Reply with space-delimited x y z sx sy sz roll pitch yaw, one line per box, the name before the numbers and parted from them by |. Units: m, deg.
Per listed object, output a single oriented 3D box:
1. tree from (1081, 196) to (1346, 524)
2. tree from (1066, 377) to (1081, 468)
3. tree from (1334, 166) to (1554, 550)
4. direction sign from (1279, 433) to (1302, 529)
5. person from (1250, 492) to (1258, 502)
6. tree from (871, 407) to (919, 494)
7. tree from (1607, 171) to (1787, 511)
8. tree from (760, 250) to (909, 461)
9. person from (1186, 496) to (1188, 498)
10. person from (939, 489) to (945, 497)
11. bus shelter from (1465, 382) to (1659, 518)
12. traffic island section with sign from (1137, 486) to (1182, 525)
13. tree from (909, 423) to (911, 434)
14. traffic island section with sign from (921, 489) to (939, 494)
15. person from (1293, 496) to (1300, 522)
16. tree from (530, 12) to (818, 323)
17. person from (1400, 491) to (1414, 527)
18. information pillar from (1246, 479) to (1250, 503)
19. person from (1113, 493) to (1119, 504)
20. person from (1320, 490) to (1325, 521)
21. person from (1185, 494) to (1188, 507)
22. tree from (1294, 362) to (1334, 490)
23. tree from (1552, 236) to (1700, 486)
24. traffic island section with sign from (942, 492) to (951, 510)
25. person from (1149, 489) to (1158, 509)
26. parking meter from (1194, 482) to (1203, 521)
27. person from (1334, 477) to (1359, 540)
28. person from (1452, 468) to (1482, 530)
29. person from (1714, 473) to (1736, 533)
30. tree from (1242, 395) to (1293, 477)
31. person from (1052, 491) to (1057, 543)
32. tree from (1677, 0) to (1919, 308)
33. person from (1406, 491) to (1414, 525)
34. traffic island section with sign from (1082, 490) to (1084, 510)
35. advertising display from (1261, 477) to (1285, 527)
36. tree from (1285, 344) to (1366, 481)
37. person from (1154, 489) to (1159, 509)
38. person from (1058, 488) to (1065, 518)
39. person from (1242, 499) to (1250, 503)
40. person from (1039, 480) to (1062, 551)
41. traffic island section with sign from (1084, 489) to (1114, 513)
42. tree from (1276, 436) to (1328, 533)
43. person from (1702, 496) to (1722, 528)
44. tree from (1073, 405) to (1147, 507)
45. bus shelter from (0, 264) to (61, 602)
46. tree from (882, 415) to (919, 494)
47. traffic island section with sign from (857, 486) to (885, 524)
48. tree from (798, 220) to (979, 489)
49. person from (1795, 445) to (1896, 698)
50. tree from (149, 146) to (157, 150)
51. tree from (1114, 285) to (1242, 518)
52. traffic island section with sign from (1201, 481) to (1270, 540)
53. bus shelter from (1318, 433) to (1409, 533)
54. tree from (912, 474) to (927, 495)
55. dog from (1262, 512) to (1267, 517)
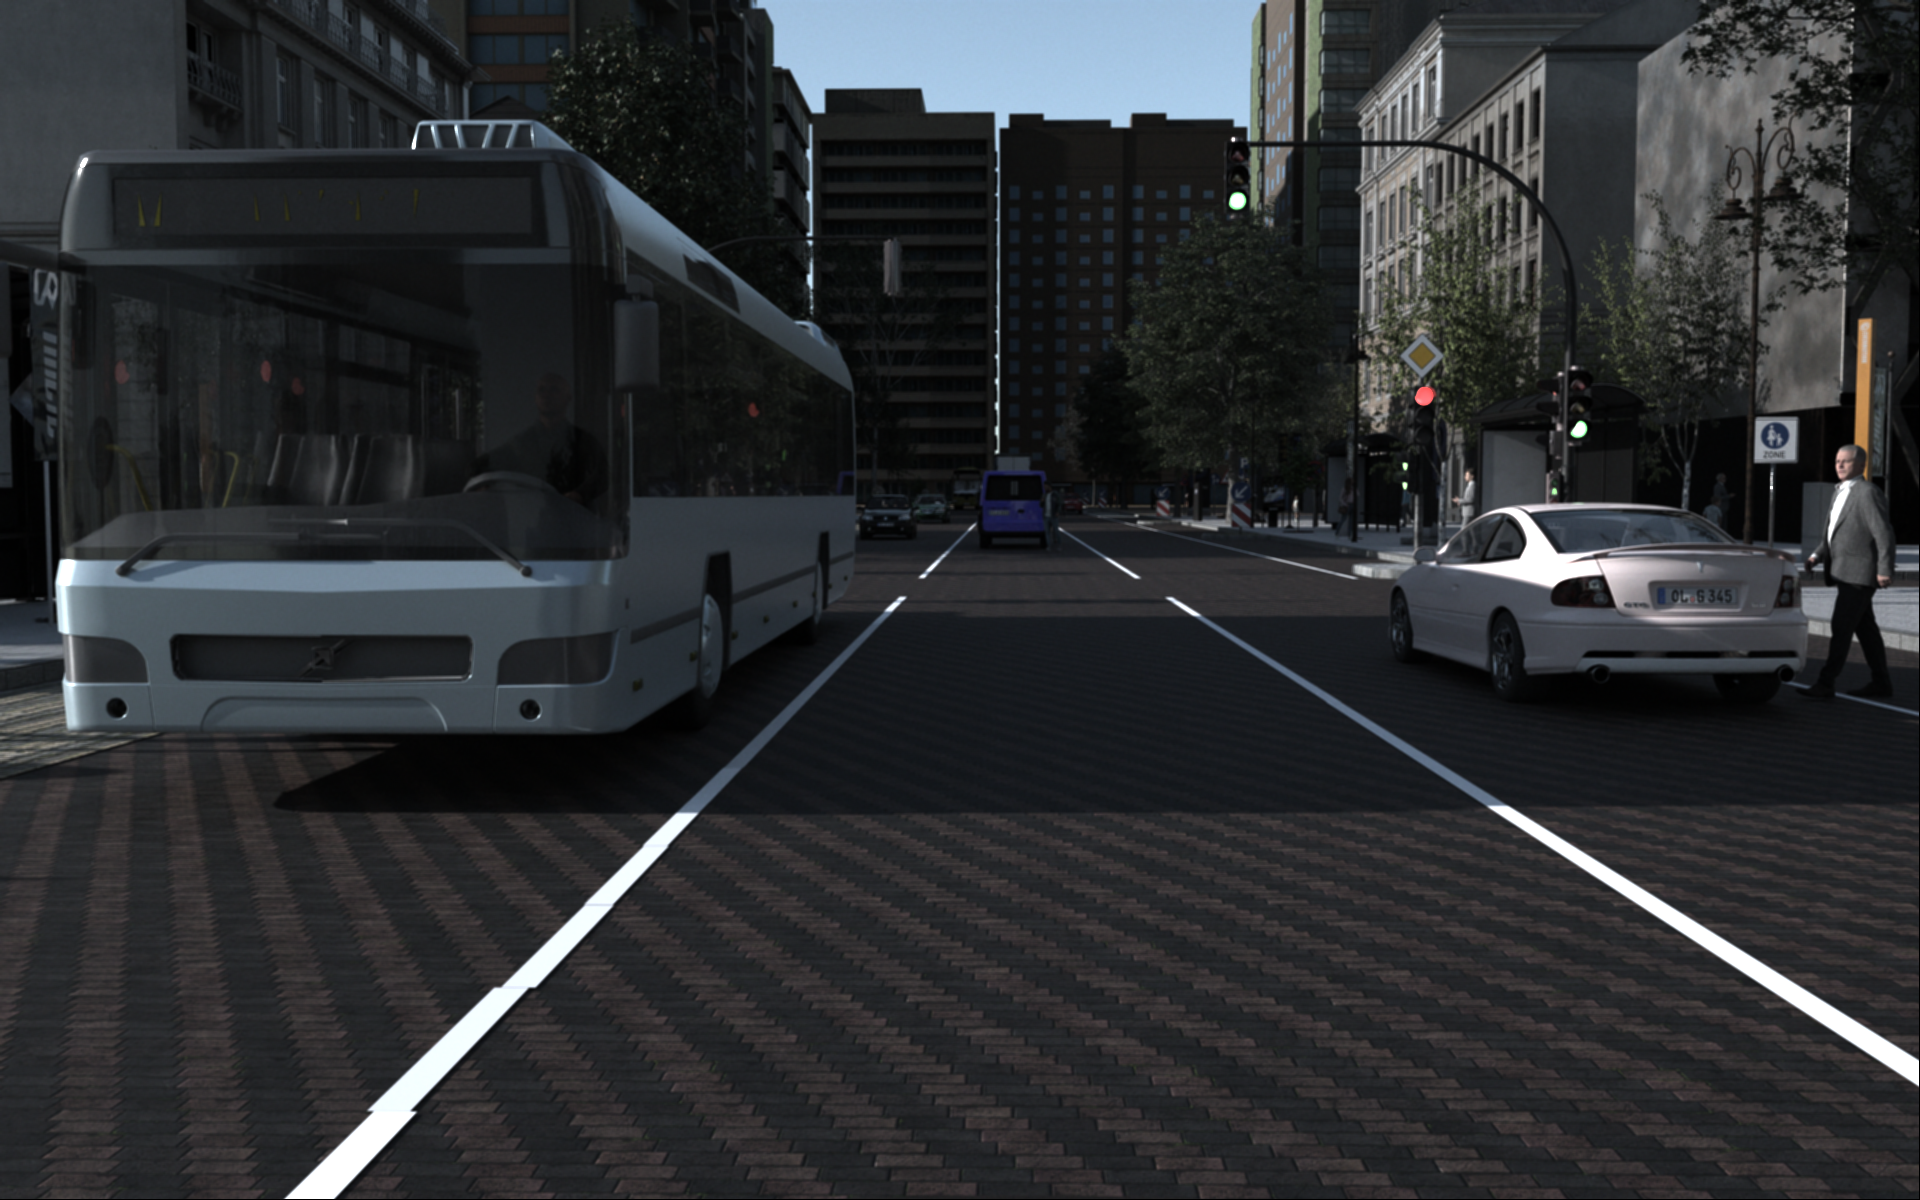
tree | 11.641 -10.243 74.129 9.857 13.997 8.962 0 3 0
tree | 13.666 -14.453 142.962 9.857 13.997 8.962 0 3 0
tree | 11.055 -5.462 39.661 4.737 8.622 4.395 0 3 0
direction sign | 12.306 -4.439 64.571 0.876 3.537 0.379 0 4 -5
person | 21.785 -7.270 128.095 0.628 1.438 0.799 0 4 6
tree | -5.504 -11.608 140.148 4.360 8.622 3.978 0 3 0
tree | 16.958 -5.500 40.281 4.360 8.622 3.978 0 3 0
tree | -7.527 -7.876 63.193 7.601 10.594 8.767 2 4 31
person | 16.183 -6.902 119.606 1.217 1.736 0.721 0 4 6
person | -1.086 -5.244 95.075 0.563 1.720 0.643 1 4 17
bus shelter | 11.698 -2.462 34.171 2.014 3.302 5.546 0 4 2
traffic island section with sign | 9.433 -4.490 82.036 1.989 1.847 2.006 0 4 1
tree | -6.769 -10.318 103.108 8.767 10.594 7.601 -2 4 -35
traffic island section with sign | -2.585 -7.598 132.861 1.989 1.847 2.006 0 4 1
person | 15.321 -4.165 79.147 0.382 1.210 0.505 -2 4 -25
tree | -7.725 -7.621 41.615 9.611 12.733 9.660 0 3 0
person | 17.320 -3.728 66.856 0.748 1.841 0.638 1 4 15
information pillar | 13.953 -4.893 84.494 0.304 2.012 0.304 1 4 21
person | 16.219 -10.493 180.856 1.065 1.426 0.557 -2 4 -27
person | 17.505 -4.649 82.452 0.661 1.777 0.834 -2 4 -24
person | 23.246 -10.274 177.208 0.799 1.438 0.628 3 5 43
tree | 20.516 -8.689 92.432 4.737 8.622 4.395 0 3 0
tree | 18.778 -6.005 48.543 4.737 8.622 4.395 0 3 0
traffic island section with sign | -1.856 -9.299 160.666 1.989 1.847 2.006 0 4 1
person | 16.258 -8.492 145.606 0.721 1.735 1.217 3 4 39
parking meter | 11.295 -4.678 82.193 0.255 1.863 0.399 -2 4 -32
person | 10.778 -2.554 48.390 0.593 1.750 0.643 -2 4 -26
person | 10.170 -1.745 34.769 0.583 1.804 0.606 1 4 18
person | 19.388 -2.308 43.957 0.590 1.801 0.661 2 4 31
tree | 18.267 -9.314 102.654 4.737 8.622 4.395 0 3 0
person | 2.623 -2.574 50.676 0.635 1.810 0.391 -1 4 -18
tree | 10.580 -4.954 15.417 8.767 10.594 7.601 0 4 -1
person | 18.718 -4.030 71.747 0.447 1.846 0.655 0 4 0
traffic island section with sign | 11.437 -9.231 159.547 1.989 1.847 2.006 0 4 1
advertising display | 12.065 -3.764 66.748 0.974 1.923 0.123 -1 4 -16
tree | 18.102 -8.259 85.399 4.360 8.622 3.978 0 3 0
person | 17.250 -8.846 151.409 1.217 1.736 0.721 -2 4 -25
person | 6.078 -5.843 104.208 0.537 1.800 0.526 0 4 -1
person | 12.428 -4.261 75.681 0.622 1.834 0.822 1 4 22
person | 2.288 -2.137 43.790 0.623 1.781 0.721 1 4 14
traffic island section with sign | 10.741 -7.575 132.475 1.989 1.847 2.006 0 4 1
tree | 11.424 -3.860 57.709 1.663 3.219 1.824 0 3 0
person | 14.996 -1.457 34.547 0.352 1.250 0.332 -2 4 -31
tree | 14.993 -14.412 170.041 8.767 10.594 7.601 -2 4 -29
bus shelter | -10.590 -1.610 17.604 1.731 3.624 6.357 0 4 2
tree | -5.377 -12.450 153.924 4.737 8.622 4.395 0 3 0
traffic island section with sign | -3.871 -4.555 83.098 1.989 1.847 2.006 0 4 1
tree | -4.843 -16.007 117.597 12.611 20.169 13.585 0 3 0
person | 6.196 -0.199 12.151 0.834 1.777 0.661 -1 4 -9
tree | -16.214 -5.286 36.788 4.360 8.622 3.978 0 3 0
tree | 12.047 -10.781 94.400 7.486 12.596 7.792 0 3 0
traffic island section with sign | 8.733 -2.842 55.089 1.989 1.847 2.006 0 4 1
bus shelter | 13.903 -4.036 59.911 2.014 3.302 5.546 0 4 1
tree | -4.174 -10.792 171.047 1.663 3.219 1.824 0 3 0
dog | 17.096 -4.923 97.317 0.406 0.507 0.540 -1 4 -14
